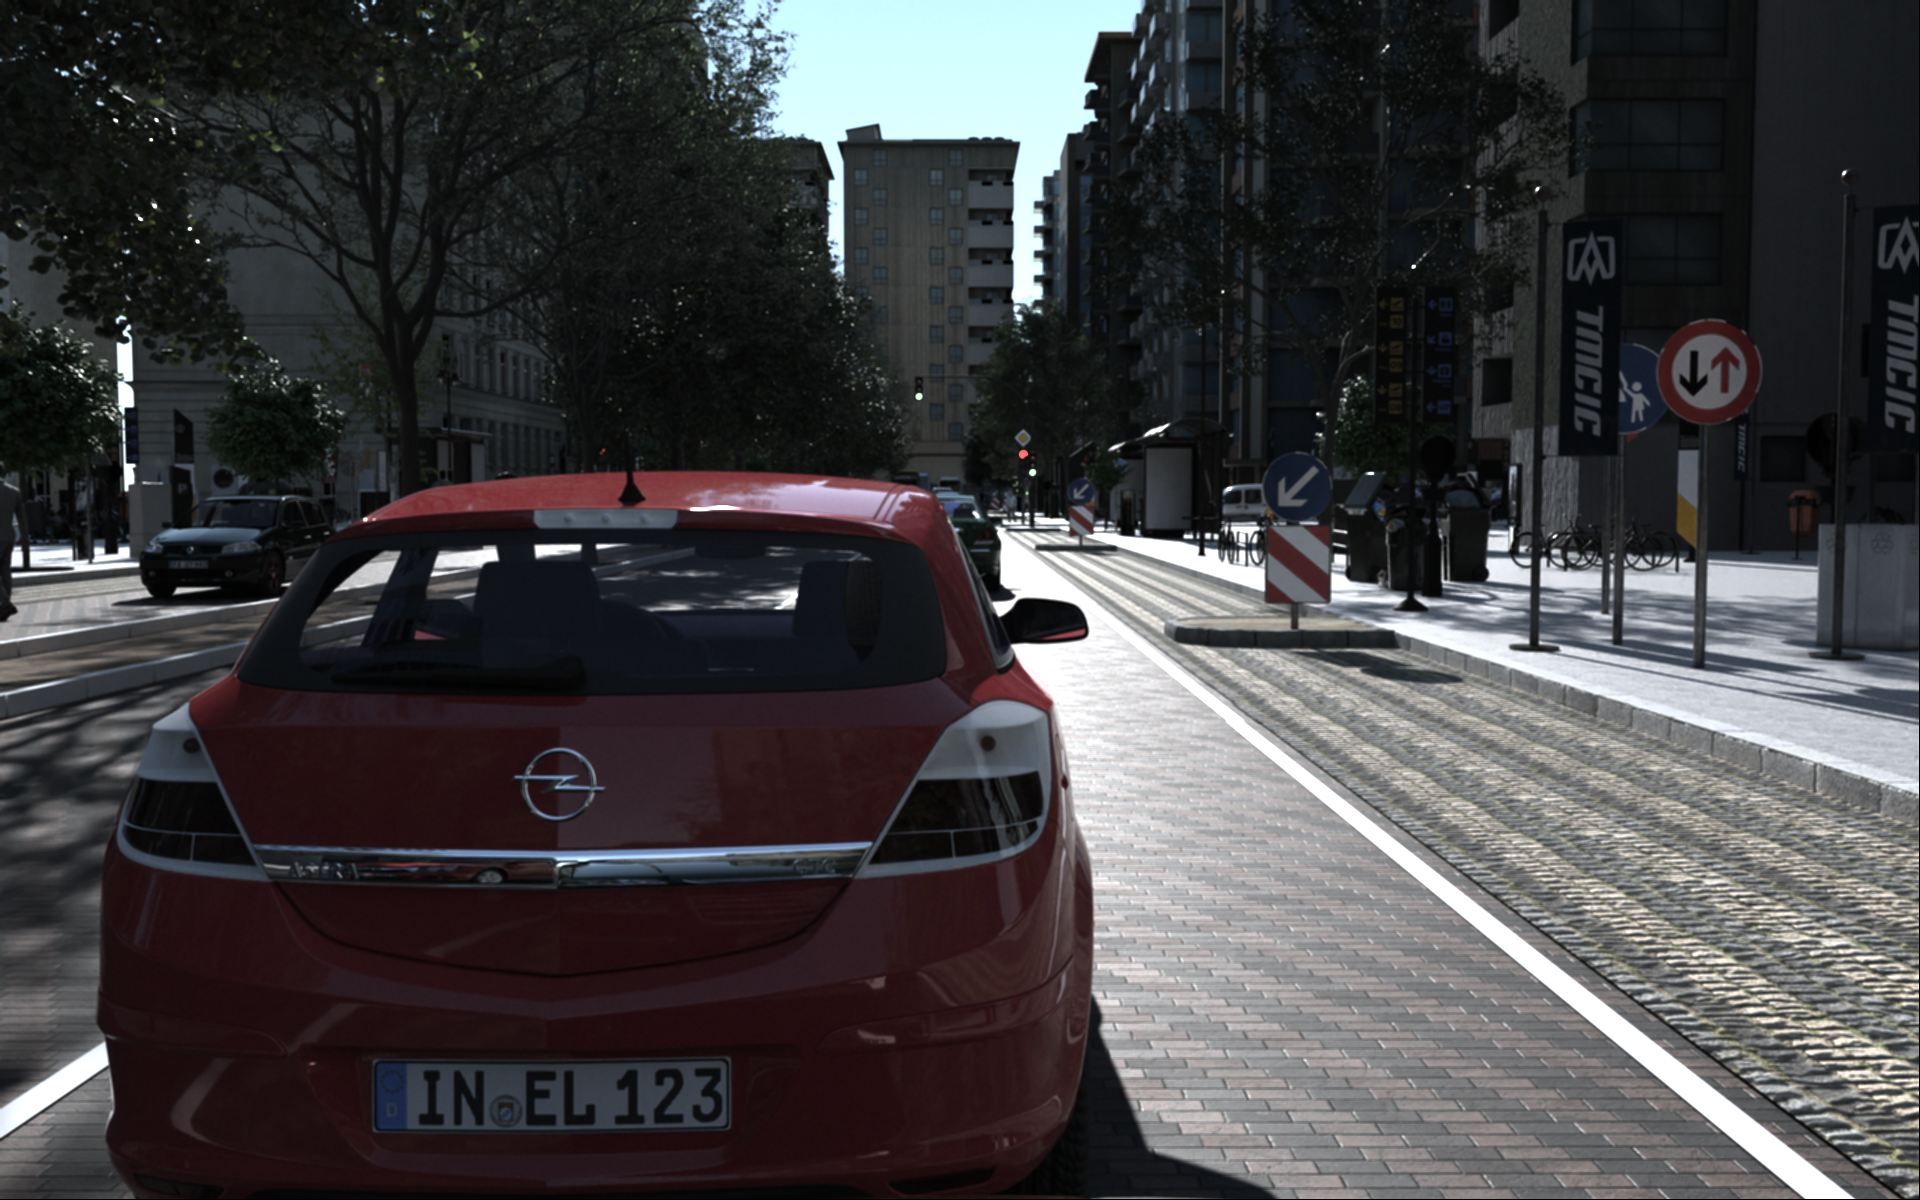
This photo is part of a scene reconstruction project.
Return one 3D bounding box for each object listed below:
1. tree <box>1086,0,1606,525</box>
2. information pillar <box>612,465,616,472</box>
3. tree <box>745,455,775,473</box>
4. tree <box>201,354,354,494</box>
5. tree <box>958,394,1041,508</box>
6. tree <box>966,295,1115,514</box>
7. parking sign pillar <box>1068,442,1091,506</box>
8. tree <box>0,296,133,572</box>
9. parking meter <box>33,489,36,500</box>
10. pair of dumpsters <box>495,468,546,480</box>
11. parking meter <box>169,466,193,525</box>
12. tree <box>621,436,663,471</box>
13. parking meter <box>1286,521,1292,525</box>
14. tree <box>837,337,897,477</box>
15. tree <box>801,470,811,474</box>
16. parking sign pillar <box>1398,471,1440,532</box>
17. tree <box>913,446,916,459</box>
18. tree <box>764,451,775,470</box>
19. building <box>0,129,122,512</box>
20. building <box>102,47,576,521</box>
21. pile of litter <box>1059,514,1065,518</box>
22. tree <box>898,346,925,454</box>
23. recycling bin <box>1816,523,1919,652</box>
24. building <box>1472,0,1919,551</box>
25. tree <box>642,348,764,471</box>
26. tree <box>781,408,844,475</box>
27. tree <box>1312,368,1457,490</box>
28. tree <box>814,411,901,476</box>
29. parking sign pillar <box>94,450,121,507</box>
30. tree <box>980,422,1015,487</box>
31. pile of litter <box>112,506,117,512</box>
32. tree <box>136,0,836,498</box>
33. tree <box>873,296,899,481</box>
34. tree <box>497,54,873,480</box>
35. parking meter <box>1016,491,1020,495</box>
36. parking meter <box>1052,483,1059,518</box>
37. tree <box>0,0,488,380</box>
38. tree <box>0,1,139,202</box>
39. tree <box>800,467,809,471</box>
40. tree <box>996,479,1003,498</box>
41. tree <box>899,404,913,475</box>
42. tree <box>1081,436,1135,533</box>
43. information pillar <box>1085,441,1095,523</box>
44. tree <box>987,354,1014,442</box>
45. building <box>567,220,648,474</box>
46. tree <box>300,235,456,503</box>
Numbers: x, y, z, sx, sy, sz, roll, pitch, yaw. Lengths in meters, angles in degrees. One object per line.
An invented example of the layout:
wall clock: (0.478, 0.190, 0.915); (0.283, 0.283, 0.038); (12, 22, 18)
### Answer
tree: (6.054, -5.775, 28.827); (8.767, 10.594, 7.601); (1, 4, 14)
information pillar: (-18.852, -6.289, 94.179); (0.183, 3.616, 0.504); (1, 4, 23)
tree: (-16.709, -9.633, 141.205); (4.285, 4.588, 4.351); (0, 3, 0)
tree: (-16.013, -3.476, 40.551); (4.285, 4.588, 4.351); (0, 3, 0)
tree: (4.343, -14.980, 161.937); (9.611, 12.733, 9.660); (0, 3, 0)
tree: (5.707, -12.455, 110.302); (9.857, 13.997, 8.962); (0, 3, 0)
parking sign pillar: (6.043, -6.050, 87.397); (1.447, 3.967, 1.447); (-1, 4, -10)
tree: (-15.760, -2.772, 29.041); (4.285, 4.588, 4.351); (0, 3, 0)
parking meter: (-42.773, -4.374, 79.920); (0.372, 1.533, 0.369); (0, 3, 0)
pair of dumpsters: (-16.126, -3.744, 63.708); (1.574, 2.255, 4.437); (0, 4, 0)
parking meter: (-16.157, -1.850, 35.954); (0.399, 1.863, 0.255); (-3, 5, -41)
tree: (-16.793, -6.729, 93.740); (4.285, 4.588, 4.351); (0, 3, 0)
parking meter: (10.255, -2.752, 53.412); (0.372, 1.533, 0.369); (0, 3, 0)
tree: (-7.774, -11.309, 113.109); (9.928, 11.665, 9.643); (0, 3, 0)
tree: (-16.469, -12.955, 195.521); (4.285, 4.588, 4.351); (0, 3, 0)
parking sign pillar: (15.575, -4.304, 58.846); (1.447, 3.967, 1.447); (2, 4, 27)
tree: (-7.976, -12.444, 122.927); (9.611, 12.733, 9.660); (0, 3, 0)
tree: (-16.546, -14.158, 149.618); (7.486, 12.596, 7.792); (0, 3, 0)
building: (-52.923, -14.161, 86.286); (16.860, 20.320, 10.420); (0, 4, 0)
building: (-32.456, -16.120, 96.849); (16.112, 22.955, 30.059); (0, 4, 0)
pile of litter: (6.022, -4.897, 94.033); (1.176, 0.858, 1.719); (-2, 4, -26)
tree: (-7.422, -10.159, 78.929); (12.009, 13.543, 11.850); (0, 3, 0)
recycling bin: (7.702, -0.120, 14.508); (0.722, 1.027, 0.722); (-3, 4, -36)
building: (20.884, -16.715, 44.992); (14.160, 30.474, 14.107); (0, 4, 0)
tree: (-17.296, -11.885, 112.449); (7.486, 12.596, 7.792); (0, 3, 0)
tree: (-7.679, -8.287, 88.309); (4.360, 8.622, 3.978); (0, 3, 0)
tree: (10.407, -3.598, 42.537); (4.285, 4.588, 4.351); (0, 3, 0)
tree: (-7.696, -10.232, 104.158); (8.767, 10.594, 7.601); (0, 4, 0)
parking sign pillar: (-42.754, -6.008, 86.707); (1.447, 3.967, 1.447); (2, 4, 28)
tree: (4.894, -16.242, 183.677); (7.486, 12.596, 7.792); (0, 3, 0)
pile of litter: (-32.394, -3.180, 65.951); (1.176, 0.858, 1.719); (3, 5, 44)
tree: (-7.411, -7.425, 34.232); (12.009, 13.543, 11.850); (0, 3, 0)
tree: (-7.036, -8.304, 55.230); (9.611, 12.733, 9.660); (0, 3, 0)
tree: (-7.399, -7.687, 45.147); (9.611, 12.733, 9.660); (0, 3, 0)
parking meter: (4.553, -7.821, 136.283); (0.372, 1.533, 0.369); (0, 3, 0)
parking meter: (5.061, -5.253, 91.599); (0.255, 1.863, 0.399); (-2, 4, -25)
tree: (-6.993, -6.178, 10.126); (9.857, 13.997, 8.962); (0, 3, 0)
tree: (-7.056, -6.669, 21.872); (12.009, 13.543, 11.850); (0, 3, 0)
tree: (-16.289, -13.463, 170.477); (4.737, 8.622, 4.395); (0, 3, 0)
tree: (4.187, -14.998, 195.583); (4.737, 8.622, 4.395); (0, 3, 0)
tree: (-7.694, -10.761, 95.403); (9.611, 12.733, 9.660); (0, 3, 0)
tree: (4.727, -3.850, 57.552); (1.663, 3.219, 1.824); (0, 3, 0)
information pillar: (5.762, -5.245, 77.105); (0.504, 3.616, 0.183); (2, 4, 27)
tree: (5.214, -9.034, 82.114); (8.767, 10.594, 7.601); (1, 4, 11)
building: (-31.378, -19.034, 130.295); (14.460, 24.649, 34.723); (0, 4, 0)
tree: (-15.914, -5.979, 48.114); (4.737, 8.622, 4.395); (0, 3, 0)
